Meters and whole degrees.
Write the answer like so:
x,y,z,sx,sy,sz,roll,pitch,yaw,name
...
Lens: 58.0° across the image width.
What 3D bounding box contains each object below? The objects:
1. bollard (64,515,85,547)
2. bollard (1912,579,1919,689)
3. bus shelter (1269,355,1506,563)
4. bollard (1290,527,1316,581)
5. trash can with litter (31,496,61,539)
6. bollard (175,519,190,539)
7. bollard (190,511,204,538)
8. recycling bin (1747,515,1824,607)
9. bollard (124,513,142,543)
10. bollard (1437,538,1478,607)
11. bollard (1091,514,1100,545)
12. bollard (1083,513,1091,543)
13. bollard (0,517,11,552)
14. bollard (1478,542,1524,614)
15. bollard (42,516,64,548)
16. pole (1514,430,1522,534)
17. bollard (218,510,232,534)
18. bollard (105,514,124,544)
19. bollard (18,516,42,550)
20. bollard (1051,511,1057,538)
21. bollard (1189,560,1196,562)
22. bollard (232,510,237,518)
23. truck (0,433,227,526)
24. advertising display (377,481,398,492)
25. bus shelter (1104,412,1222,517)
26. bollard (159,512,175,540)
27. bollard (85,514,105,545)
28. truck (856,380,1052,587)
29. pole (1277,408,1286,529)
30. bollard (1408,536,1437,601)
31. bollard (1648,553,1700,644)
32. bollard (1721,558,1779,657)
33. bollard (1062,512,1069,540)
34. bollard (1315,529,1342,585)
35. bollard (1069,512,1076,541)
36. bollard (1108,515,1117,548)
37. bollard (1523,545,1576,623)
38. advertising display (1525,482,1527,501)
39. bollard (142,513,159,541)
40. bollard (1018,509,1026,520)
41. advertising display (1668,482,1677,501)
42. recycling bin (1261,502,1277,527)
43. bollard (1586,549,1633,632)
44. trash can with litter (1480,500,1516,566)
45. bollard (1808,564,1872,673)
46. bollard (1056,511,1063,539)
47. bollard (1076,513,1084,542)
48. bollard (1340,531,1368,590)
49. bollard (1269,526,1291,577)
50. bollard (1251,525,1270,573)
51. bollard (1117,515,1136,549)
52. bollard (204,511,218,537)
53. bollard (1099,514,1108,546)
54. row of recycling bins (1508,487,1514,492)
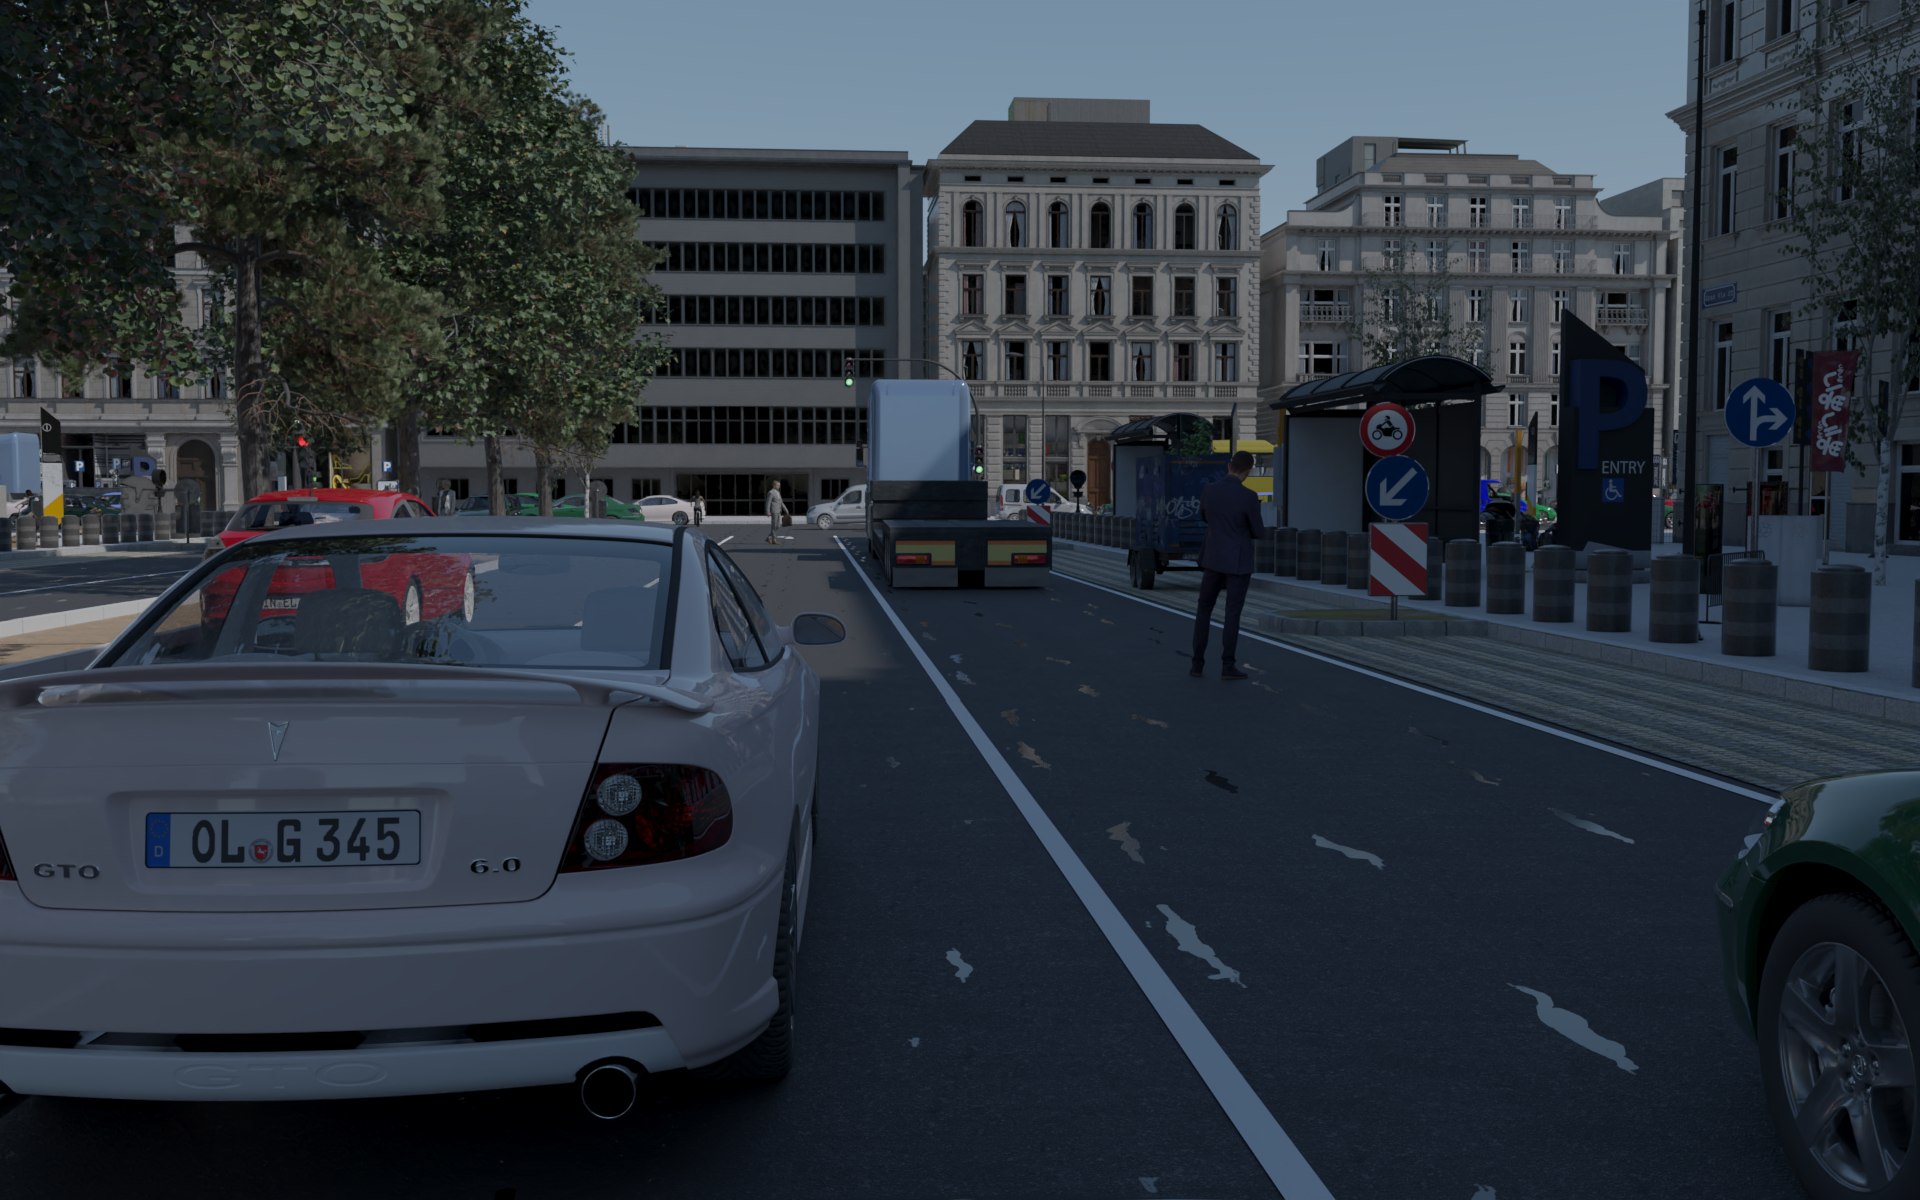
x,y,z,sx,sy,sz,roll,pitch,yaw,name
-21.709,-1.685,42.269,0.404,0.777,0.398,0,3,0,bollard
6.515,0.202,11.420,0.404,0.777,0.398,0,3,0,bollard
6.696,-2.082,27.962,2.014,3.302,5.546,0,4,-5,bus shelter
5.220,-0.680,25.839,0.404,0.777,0.398,0,3,0,bollard
-26.562,-2.385,50.045,2.233,1.210,1.678,2,4,35,trash can with litter
-22.356,-2.125,49.465,0.404,0.777,0.398,0,3,0,bollard
-22.464,-2.199,50.669,0.404,0.777,0.398,0,3,0,bollard
9.560,-0.460,20.078,0.722,1.027,0.722,2,4,33,recycling bin
-22.032,-1.906,45.875,0.404,0.777,0.398,0,3,0,bollard
5.761,-0.313,19.833,0.404,0.777,0.398,0,3,0,bollard
3.609,-1.783,43.873,0.404,0.777,0.398,0,3,0,bollard
3.499,-1.857,45.080,0.404,0.777,0.398,0,3,0,bollard
-21.384,-1.463,38.640,0.404,0.777,0.398,0,3,0,bollard
5.870,-0.239,18.622,0.404,0.777,0.398,0,3,0,bollard
-21.601,-1.612,41.068,0.404,0.777,0.398,0,3,0,bollard
17.849,-3.766,55.425,0.158,3.312,0.155,0,3,0,pole
-22.679,-2.347,53.085,0.404,0.777,0.398,0,3,0,bollard
-21.923,-1.833,44.678,0.404,0.777,0.398,0,3,0,bollard
-21.495,-1.537,39.851,0.404,0.777,0.398,0,3,0,bollard
2.961,-2.226,51.104,0.404,0.777,0.398,0,3,0,bollard
4.470,-1.195,34.262,0.404,0.777,0.398,0,3,0,bollard
-22.788,-2.420,54.281,0.404,0.777,0.398,0,3,0,bollard
-35.462,-5.341,77.088,18.799,4.110,2.967,0,4,-5,truck
-27.212,-4.718,82.355,0.974,1.923,0.123,-2,4,-32,advertising display
5.265,-3.169,45.729,2.014,3.302,5.546,0,4,-5,bus shelter
-22.249,-2.052,48.269,0.404,0.777,0.398,0,3,0,bollard
-21.819,-1.758,43.466,0.404,0.777,0.398,0,3,0,bollard
-0.515,-2.767,34.993,2.967,4.110,18.799,0,4,-4,truck
7.256,-2.768,39.103,0.158,3.312,0.155,0,3,0,pole
5.652,-0.386,21.036,0.404,0.777,0.398,0,3,0,bollard
6.196,-0.019,15.023,0.404,0.777,0.398,0,3,0,bollard
6.303,0.055,13.824,0.404,0.777,0.398,0,3,0,bollard
3.172,-2.078,48.697,0.404,0.777,0.398,0,3,0,bollard
5.336,-0.606,24.627,0.404,0.777,0.398,0,3,0,bollard
3.281,-2.005,47.499,0.404,0.777,0.398,0,3,0,bollard
3.826,-1.635,41.456,0.404,0.777,0.398,0,3,0,bollard
5.977,-0.166,17.425,0.404,0.777,0.398,0,3,0,bollard
29.360,-5.136,89.189,0.123,1.923,0.974,3,5,40,advertising display
-22.142,-1.979,47.072,0.404,0.777,0.398,0,3,0,bollard
2.206,-2.739,59.504,0.404,0.777,0.398,0,3,0,bollard
38.315,-5.334,92.420,0.974,1.923,0.123,3,4,39,advertising display
9.382,-2.514,53.657,0.722,1.027,0.722,0,4,-5,recycling bin
6.086,-0.092,16.229,0.404,0.777,0.398,0,3,0,bollard
9.473,-1.171,30.530,0.624,1.170,1.055,1,4,19,trash can with litter
6.410,0.128,12.617,0.404,0.777,0.398,0,3,0,bollard
3.066,-2.152,49.907,0.404,0.777,0.398,0,3,0,bollard
3.389,-1.931,46.291,0.404,0.777,0.398,0,3,0,bollard
5.440,-0.533,23.430,0.404,0.777,0.398,0,3,0,bollard
5.115,-0.754,27.040,0.404,0.777,0.398,0,3,0,bollard
5.007,-0.827,28.237,0.404,0.777,0.398,0,3,0,bollard
3.932,-1.562,40.257,0.404,0.777,0.398,0,3,0,bollard
-22.571,-2.272,51.867,0.404,0.777,0.398,0,3,0,bollard
3.715,-1.709,42.663,0.404,0.777,0.398,0,3,0,bollard
30.898,-5.555,97.936,1.069,1.692,3.534,2,4,24,row of recycling bins
